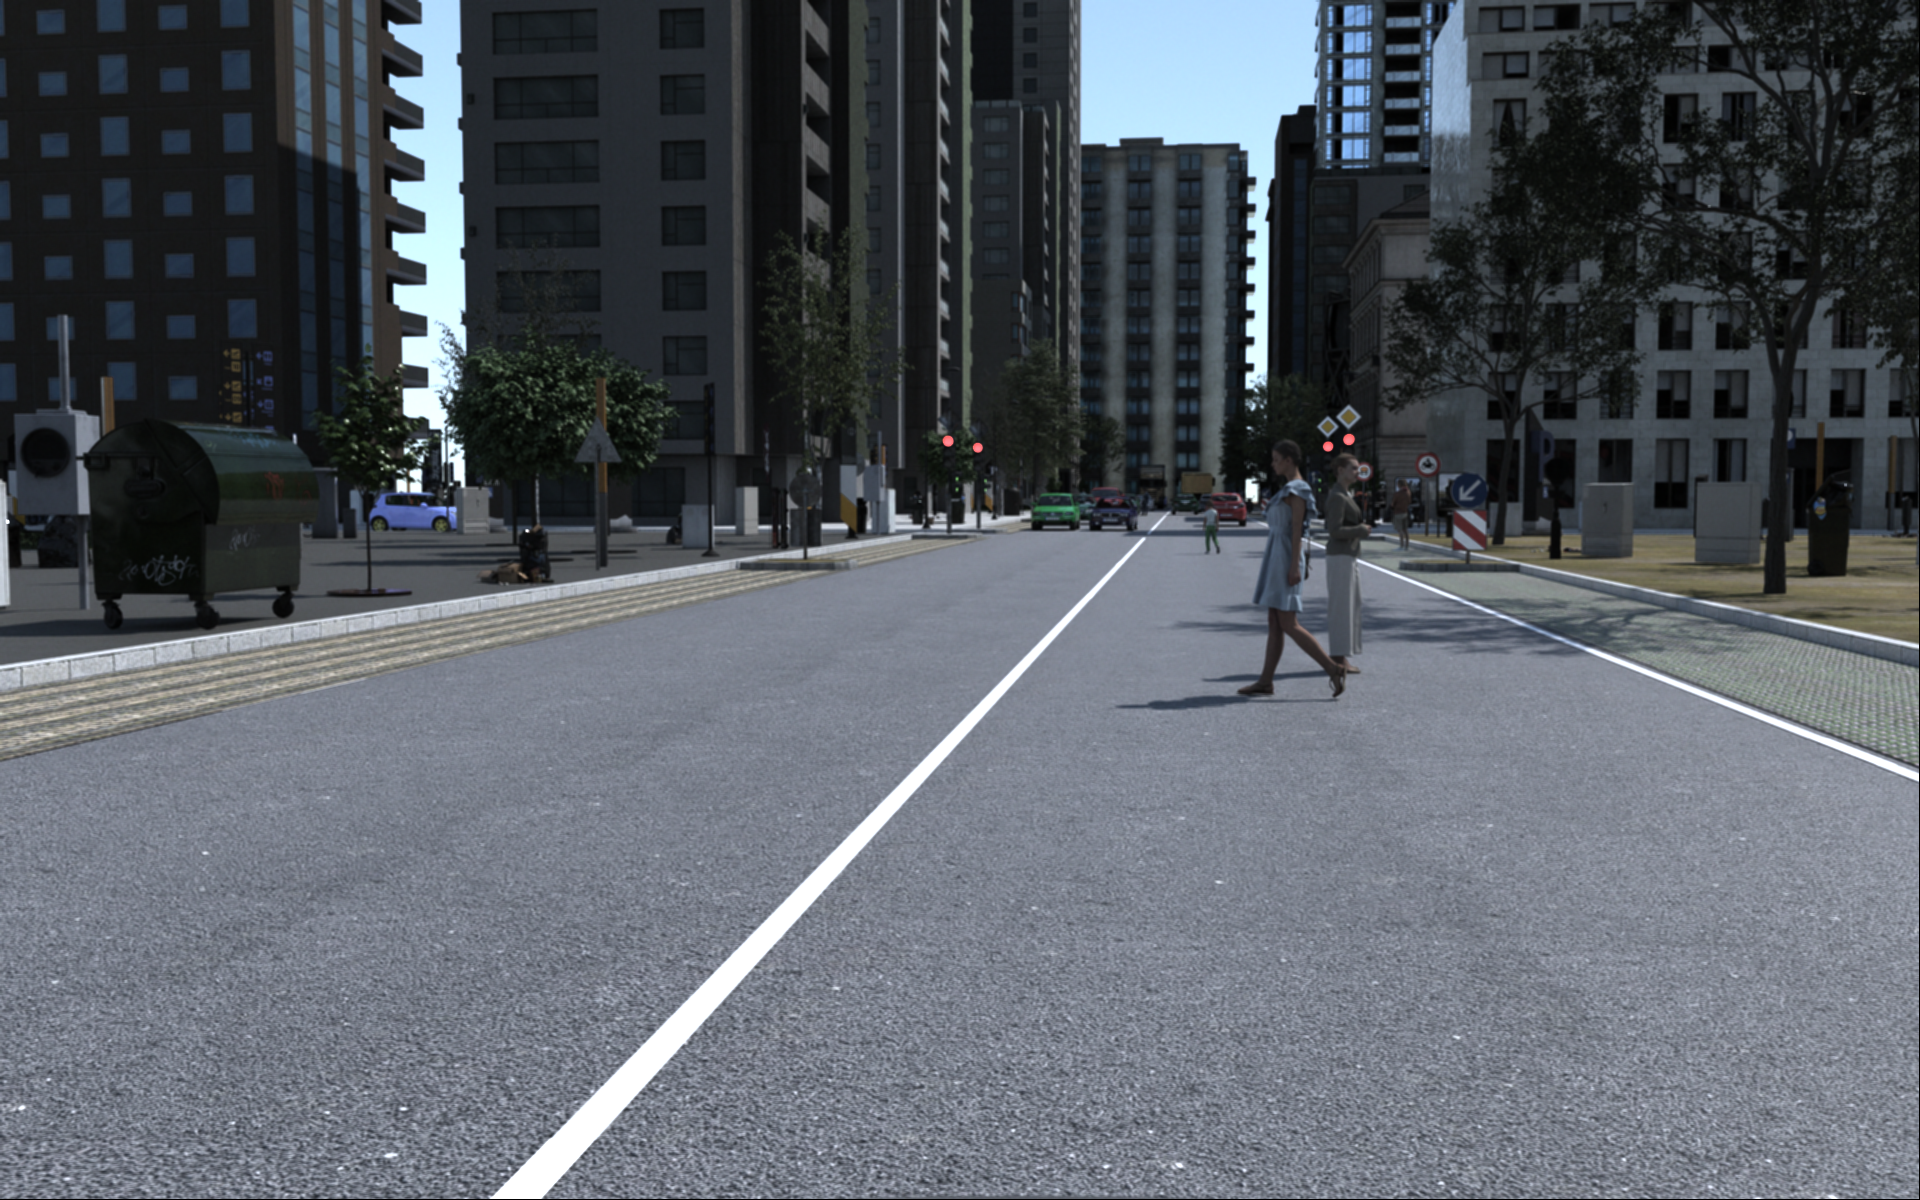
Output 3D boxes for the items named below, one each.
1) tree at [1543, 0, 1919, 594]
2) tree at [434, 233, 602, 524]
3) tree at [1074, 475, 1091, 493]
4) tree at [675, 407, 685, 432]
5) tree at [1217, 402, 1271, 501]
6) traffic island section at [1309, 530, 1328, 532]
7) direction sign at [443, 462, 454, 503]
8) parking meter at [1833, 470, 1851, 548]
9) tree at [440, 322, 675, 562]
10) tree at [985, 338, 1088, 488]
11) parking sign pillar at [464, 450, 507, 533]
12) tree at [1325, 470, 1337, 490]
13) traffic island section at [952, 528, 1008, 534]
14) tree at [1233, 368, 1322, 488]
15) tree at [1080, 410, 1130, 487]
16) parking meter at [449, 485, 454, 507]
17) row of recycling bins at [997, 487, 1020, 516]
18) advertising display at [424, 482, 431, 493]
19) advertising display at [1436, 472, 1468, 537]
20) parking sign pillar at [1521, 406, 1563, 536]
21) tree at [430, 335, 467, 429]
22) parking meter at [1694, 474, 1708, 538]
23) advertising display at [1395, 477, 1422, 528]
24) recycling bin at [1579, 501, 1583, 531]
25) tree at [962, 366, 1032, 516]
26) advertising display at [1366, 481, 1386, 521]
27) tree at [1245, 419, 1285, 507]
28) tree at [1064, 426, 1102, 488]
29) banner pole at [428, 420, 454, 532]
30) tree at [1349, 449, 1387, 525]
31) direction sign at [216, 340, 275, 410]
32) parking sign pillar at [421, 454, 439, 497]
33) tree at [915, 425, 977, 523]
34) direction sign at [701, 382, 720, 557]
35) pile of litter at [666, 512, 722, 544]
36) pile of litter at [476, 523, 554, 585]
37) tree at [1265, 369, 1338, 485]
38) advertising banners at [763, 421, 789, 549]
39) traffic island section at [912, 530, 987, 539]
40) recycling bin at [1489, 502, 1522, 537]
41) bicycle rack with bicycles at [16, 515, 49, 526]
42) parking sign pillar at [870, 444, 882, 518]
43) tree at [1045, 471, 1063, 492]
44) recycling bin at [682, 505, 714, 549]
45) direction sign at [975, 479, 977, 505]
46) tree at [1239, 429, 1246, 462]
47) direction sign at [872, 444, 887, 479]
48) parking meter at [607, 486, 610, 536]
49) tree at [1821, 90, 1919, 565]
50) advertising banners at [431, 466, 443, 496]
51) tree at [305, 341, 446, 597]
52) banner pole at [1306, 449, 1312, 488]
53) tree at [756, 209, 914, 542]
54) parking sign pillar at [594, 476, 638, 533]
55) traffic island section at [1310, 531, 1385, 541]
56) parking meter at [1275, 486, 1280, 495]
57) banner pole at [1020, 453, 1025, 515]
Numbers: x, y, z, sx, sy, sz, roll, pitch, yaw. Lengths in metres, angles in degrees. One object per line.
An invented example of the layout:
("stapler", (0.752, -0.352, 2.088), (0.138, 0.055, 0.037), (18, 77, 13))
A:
("tree", (10.225, -5.349, 21.867), (7.601, 10.594, 8.767), (-2, 4, -35))
("tree", (-12.117, -5.995, 48.381), (4.360, 8.622, 3.978), (0, 3, 0))
("tree", (12.063, -10.858, 172.130), (1.663, 3.219, 1.824), (0, 3, 0))
("tree", (-7.746, -3.318, 37.969), (4.285, 4.588, 4.351), (0, 3, 0))
("tree", (35.424, -18.036, 213.011), (7.486, 12.596, 7.792), (0, 3, 0))
("traffic island section", (13.204, -2.448, 62.298), (2.009, 0.180, 2.903), (0, 4, 7))
("direction sign", (-36.250, -8.004, 122.855), (0.876, 3.537, 0.379), (1, 4, 23))
("parking meter", (21.137, -2.194, 41.590), (0.399, 1.863, 0.255), (1, 4, 15))
("tree", (-8.172, -3.031, 33.276), (4.285, 4.588, 4.351), (0, 3, 0))
("tree", (5.585, -12.678, 125.412), (7.486, 12.596, 7.792), (0, 3, 0))
("parking sign pillar", (-15.837, -4.229, 57.621), (1.447, 3.967, 1.447), (2, 4, 32))
("tree", (17.634, -5.226, 80.045), (1.663, 3.219, 1.824), (0, 3, 0))
("traffic island section", (0.669, -2.548, 63.934), (2.009, 0.180, 2.903), (0, 4, 7))
("tree", (26.293, -13.220, 141.902), (9.928, 11.665, 9.643), (0, 3, 0))
("tree", (17.530, -17.727, 215.585), (9.928, 11.665, 9.643), (0, 3, 0))
("parking meter", (-33.000, -6.534, 112.541), (0.255, 1.863, 0.399), (0, 4, 1))
("row of recycling bins", (2.957, -5.917, 103.854), (1.069, 1.692, 3.534), (-1, 4, -8))
("advertising display", (-29.394, -5.531, 95.651), (0.123, 1.923, 0.974), (0, 4, 0))
("advertising display", (14.635, -2.826, 51.419), (0.974, 1.923, 0.123), (0, 4, 0))
("parking sign pillar", (17.796, -3.958, 53.183), (1.447, 3.967, 1.447), (3, 5, 42))
("tree", (-22.239, -7.901, 79.545), (4.737, 8.622, 4.395), (0, 3, 0))
("parking meter", (21.697, -2.753, 50.723), (0.255, 1.863, 0.399), (3, 5, 43))
("advertising display", (16.958, -3.692, 65.583), (0.974, 1.923, 0.123), (2, 4, 26))
("recycling bin", (22.038, -2.931, 60.468), (0.722, 1.027, 0.722), (2, 4, 29))
("tree", (2.246, -9.071, 98.678), (4.360, 8.622, 3.978), (0, 3, 0))
("advertising display", (20.141, -4.812, 83.886), (0.974, 1.923, 0.123), (1, 4, 12))
("tree", (28.459, -12.725, 158.415), (4.360, 8.622, 3.978), (0, 3, 0))
("tree", (13.065, -14.398, 185.765), (4.360, 8.622, 3.978), (0, 3, 0))
("banner pole", (-17.568, -4.191, 58.542), (0.863, 3.779, 0.401), (0, 4, 1))
("tree", (17.071, -4.790, 72.926), (1.663, 3.219, 1.824), (0, 3, 0))
("direction sign", (-10.596, -2.071, 25.855), (0.379, 3.537, 0.876), (2, 4, 33))
("parking sign pillar", (-35.053, -7.734, 114.928), (1.447, 3.967, 1.447), (1, 4, 18))
("tree", (-0.430, -5.720, 77.229), (4.285, 4.588, 4.351), (0, 3, 0))
("direction sign", (-5.144, -2.668, 35.616), (0.379, 3.537, 0.876), (-1, 4, -20))
("pile of litter", (-6.901, -1.893, 44.917), (1.719, 0.858, 1.176), (-2, 4, -35))
("pile of litter", (-6.450, -0.686, 25.176), (1.176, 0.858, 1.719), (0, 4, -1))
("tree", (20.457, -9.300, 102.414), (4.737, 8.622, 4.395), (0, 3, 0))
("advertising banners", (-4.377, -2.744, 41.056), (0.090, 3.025, 2.074), (-1, 4, -21))
("traffic island section", (-0.365, -2.063, 56.016), (2.009, 0.180, 2.903), (0, 4, 7))
("recycling bin", (16.374, -2.411, 51.977), (0.722, 1.027, 0.722), (0, 4, -7))
("bicycle rack with bicycles", (-38.393, -3.505, 70.694), (2.852, 0.926, 2.925), (2, 4, 28))
("parking sign pillar", (-4.823, -6.485, 94.506), (1.447, 3.967, 1.447), (1, 4, 17))
("tree", (7.282, -8.754, 137.726), (1.663, 3.219, 1.824), (0, 3, 0))
("recycling bin", (-6.133, -1.714, 40.573), (0.722, 1.027, 0.722), (0, 4, -7))
("direction sign", (1.283, -8.937, 138.114), (0.379, 3.537, 0.876), (0, 4, 6))
("tree", (30.396, -13.819, 176.302), (4.360, 8.622, 3.978), (0, 3, 0))
("direction sign", (-3.773, -5.535, 82.495), (0.379, 3.537, 0.876), (1, 4, 9))
("parking meter", (-10.922, -2.732, 53.077), (0.372, 1.533, 0.369), (0, 3, 0))
("tree", (17.390, -4.929, 30.947), (4.360, 8.622, 3.978), (0, 3, 0))
("advertising banners", (-32.638, -6.814, 107.591), (2.074, 3.025, 0.090), (3, 5, 43))
("tree", (-7.393, -1.676, 22.011), (1.663, 3.219, 1.824), (0, 3, 0))
("banner pole", (19.371, -6.492, 96.156), (0.401, 3.779, 0.863), (2, 4, 33))
("tree", (-3.575, -5.843, 45.895), (4.737, 8.622, 4.395), (0, 3, 0))
("parking sign pillar", (-11.395, -4.206, 57.247), (1.447, 3.967, 1.447), (1, 4, 23))
("traffic island section", (12.170, -1.963, 54.380), (2.009, 0.180, 2.903), (0, 4, 7))
("parking meter", (24.427, -7.805, 133.321), (0.399, 1.863, 0.255), (-3, 5, -40))
("banner pole", (3.783, -7.120, 106.429), (0.401, 3.779, 0.863), (1, 4, 13))
